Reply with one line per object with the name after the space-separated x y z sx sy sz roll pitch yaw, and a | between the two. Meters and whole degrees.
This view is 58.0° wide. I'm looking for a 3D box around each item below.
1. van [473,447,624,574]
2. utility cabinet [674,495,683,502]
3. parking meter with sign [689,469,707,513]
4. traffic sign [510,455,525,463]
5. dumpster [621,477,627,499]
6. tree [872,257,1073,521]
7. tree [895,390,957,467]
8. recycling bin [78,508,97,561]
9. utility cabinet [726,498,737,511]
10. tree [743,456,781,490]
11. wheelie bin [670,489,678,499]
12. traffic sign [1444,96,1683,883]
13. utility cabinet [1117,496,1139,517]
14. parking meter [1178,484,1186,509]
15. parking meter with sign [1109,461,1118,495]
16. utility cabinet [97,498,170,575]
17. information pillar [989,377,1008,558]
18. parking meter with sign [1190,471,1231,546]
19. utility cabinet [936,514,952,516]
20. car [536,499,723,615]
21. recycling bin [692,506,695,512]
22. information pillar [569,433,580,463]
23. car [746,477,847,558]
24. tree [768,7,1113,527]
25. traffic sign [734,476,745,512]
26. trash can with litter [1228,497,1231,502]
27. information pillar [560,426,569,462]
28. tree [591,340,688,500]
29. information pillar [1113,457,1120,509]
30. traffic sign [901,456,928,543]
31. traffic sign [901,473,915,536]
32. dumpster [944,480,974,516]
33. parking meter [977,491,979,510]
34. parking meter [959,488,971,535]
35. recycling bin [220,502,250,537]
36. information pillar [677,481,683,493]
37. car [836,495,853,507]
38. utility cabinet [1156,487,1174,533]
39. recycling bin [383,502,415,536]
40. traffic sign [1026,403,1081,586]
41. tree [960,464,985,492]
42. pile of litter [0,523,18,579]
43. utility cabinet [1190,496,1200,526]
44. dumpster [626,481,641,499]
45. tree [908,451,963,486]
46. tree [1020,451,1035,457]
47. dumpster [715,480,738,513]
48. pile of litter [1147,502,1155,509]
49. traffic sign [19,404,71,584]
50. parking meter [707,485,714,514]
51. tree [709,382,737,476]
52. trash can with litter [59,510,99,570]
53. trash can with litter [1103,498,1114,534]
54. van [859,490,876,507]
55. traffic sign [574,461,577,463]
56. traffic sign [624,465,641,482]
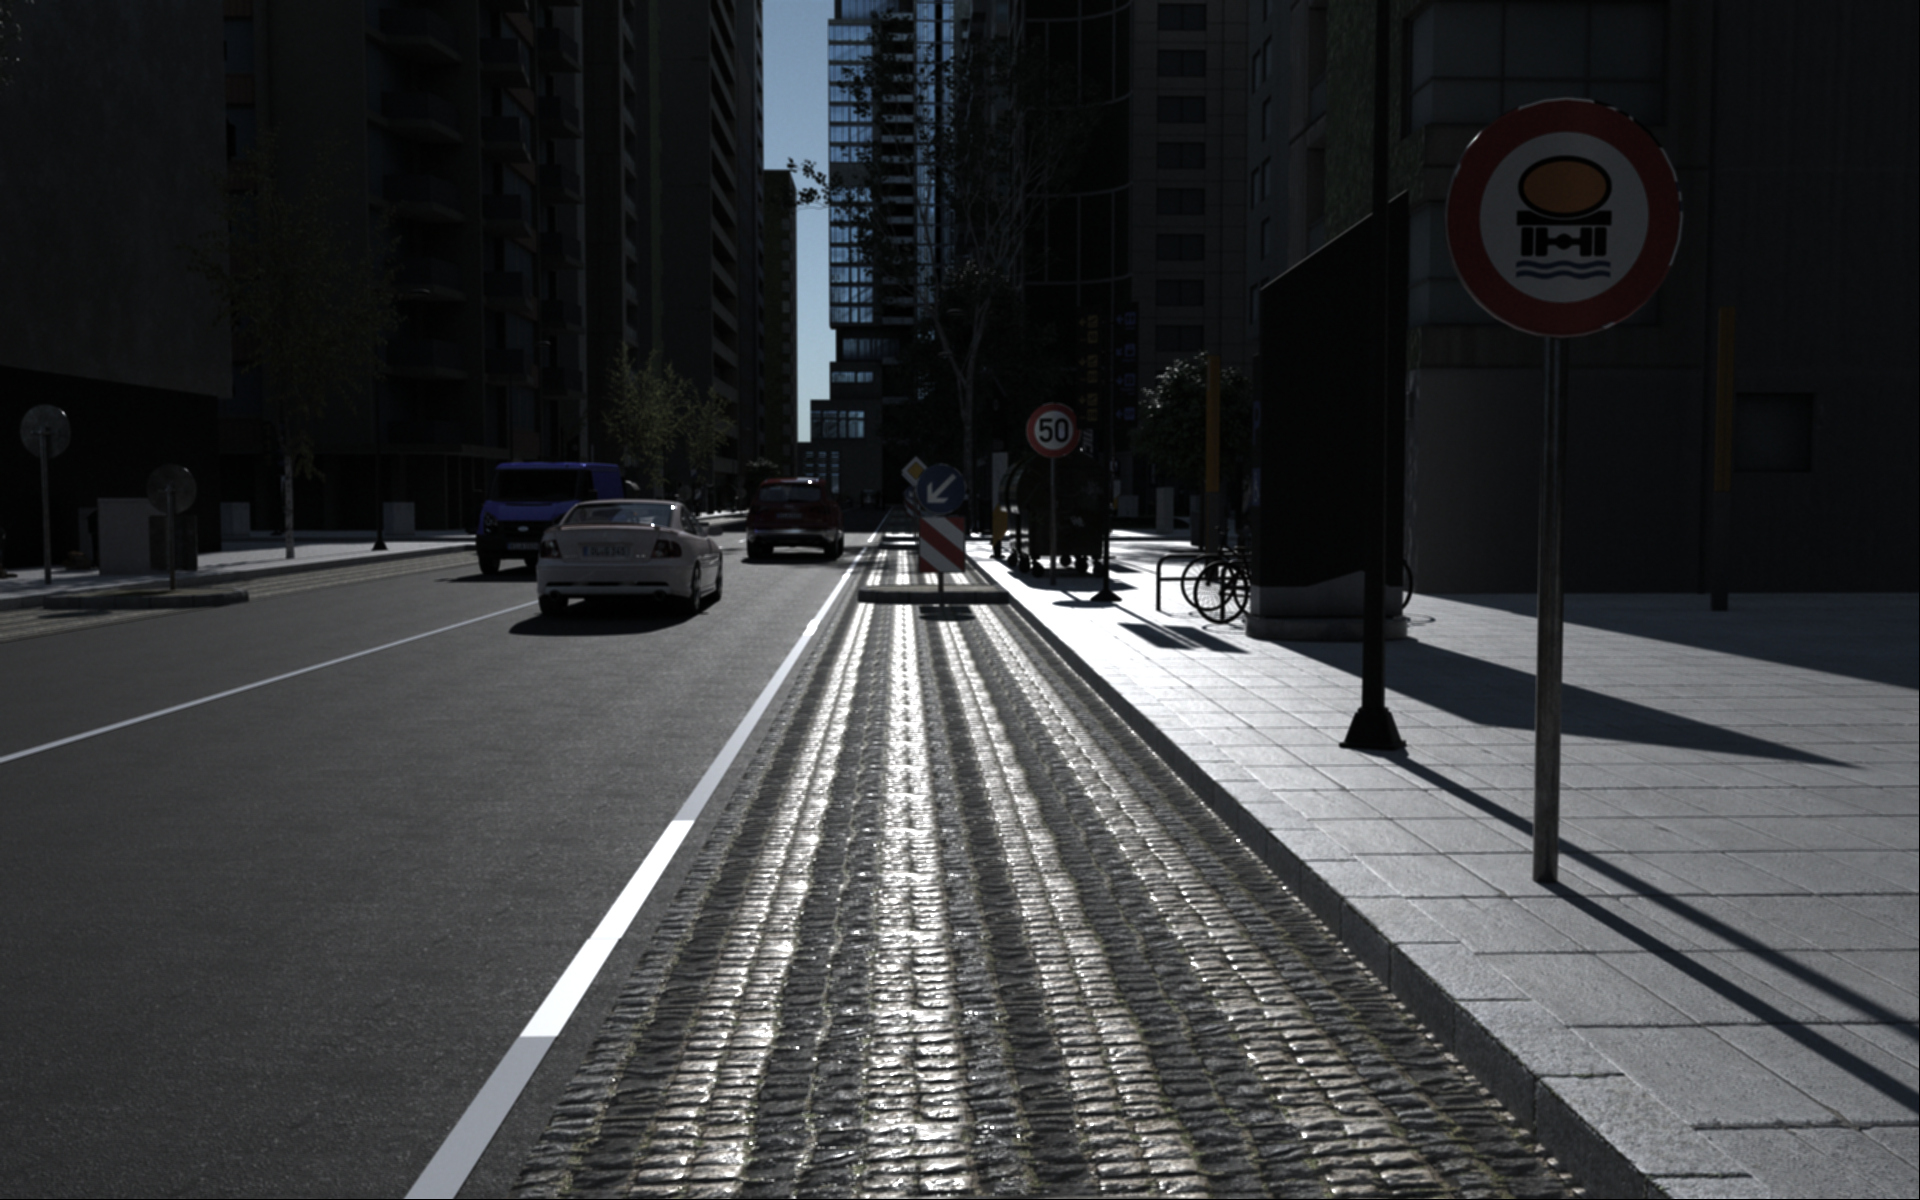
-7.699 -1.744 32.892 2.240 2.365 5.245 0 4 -1 | van
-15.625 -5.246 96.931 0.306 1.237 1.020 1 4 18 | utility cabinet
-18.082 -7.566 119.968 0.543 3.016 1.738 -3 4 -36 | parking meter with sign
-11.487 -2.528 44.968 0.795 2.450 0.064 0 4 -2 | traffic sign
-11.723 -3.089 55.457 1.985 2.255 1.502 0 4 -1 | dumpster
0.644 -10.198 83.748 9.611 12.733 9.660 0 3 0 | tree
-1.687 -12.312 135.715 7.601 10.594 8.767 1 4 17 | tree
-15.766 -1.192 32.051 0.722 1.027 0.722 1 4 16 | recycling bin
-16.765 -7.257 127.333 0.318 1.500 1.173 1 4 22 | utility cabinet
-16.990 -10.090 148.685 4.285 4.588 4.351 0 3 0 | tree
-19.124 -6.662 116.834 0.980 1.594 0.693 3 5 42 | wheelie bin
1.941 -0.340 5.668 0.768 2.556 0.104 0 3 0 | traffic sign
6.546 -3.449 67.555 0.306 1.237 1.020 -2 4 -30 | utility cabinet
12.665 -5.697 98.862 0.399 1.863 0.255 1 4 19 | parking meter
7.659 -5.804 91.148 0.543 3.016 1.738 -1 4 -23 | parking meter with sign
-13.149 -1.004 27.580 1.020 1.237 0.306 -2 4 -24 | utility cabinet
0.792 -2.641 34.541 0.183 3.616 0.504 -2 4 -29 | information pillar
6.386 -2.903 43.726 0.543 3.016 1.738 2 4 33 | parking meter with sign
-0.923 -5.607 102.836 1.020 1.237 0.306 2 4 25 | utility cabinet
-4.095 -0.584 21.903 2.083 1.381 4.827 0 4 -2 | car
-18.422 -6.693 121.984 0.722 1.027 0.722 -1 4 -22 | recycling bin
-14.859 -4.605 66.646 0.504 3.616 0.183 0 4 -6 | information pillar
-3.795 -1.940 40.400 2.281 1.827 5.304 0 4 -1 | car
-0.701 -13.006 68.531 12.611 20.169 13.585 0 3 0 | tree
-15.961 -7.665 125.434 0.768 2.556 0.104 0 4 1 | traffic sign
14.914 -5.088 94.572 1.055 1.170 0.624 0 4 0 | trash can with litter
-13.814 -4.208 60.150 0.183 3.616 0.504 -1 4 -17 | information pillar
-15.428 -8.082 82.498 4.360 8.622 3.978 0 3 0 | tree
9.341 -6.866 103.607 0.504 3.616 0.183 -1 4 -11 | information pillar
-1.148 -2.548 45.298 0.795 2.450 0.064 0 4 -2 | traffic sign
-1.419 -3.036 53.278 0.795 2.450 0.064 0 4 -2 | traffic sign
-0.158 -4.617 77.976 1.502 2.255 1.985 0 4 -2 | dumpster
0.931 -5.692 101.475 0.372 1.533 0.369 0 3 0 | parking meter
0.144 -2.788 53.998 0.372 1.533 0.369 0 3 0 | parking meter
-22.089 -2.449 52.600 0.722 1.027 0.722 2 4 24 | recycling bin
-16.196 -5.864 100.370 0.304 2.012 0.304 0 4 1 | information pillar
-12.941 -11.135 194.635 1.945 1.354 3.894 0 4 -2 | car
6.624 -2.899 56.074 0.318 1.500 1.173 1 4 20 | utility cabinet
-17.311 -2.501 53.443 0.722 1.027 0.722 -3 5 -43 | recycling bin
1.307 -1.475 24.230 0.768 2.556 0.104 0 4 0 | traffic sign
0.611 -6.087 94.122 1.663 3.219 1.824 0 3 0 | tree
-15.145 -0.771 26.576 1.176 0.858 1.719 -2 4 -29 | pile of litter
9.764 -3.659 70.991 0.306 1.237 1.020 2 4 32 | utility cabinet
-14.565 -4.229 74.906 1.264 1.857 1.865 0 4 -2 | dumpster
-1.364 -7.745 110.350 4.285 4.588 4.351 0 3 0 | tree
2.187 -2.888 41.814 1.663 3.219 1.824 0 3 0 | tree
-16.176 -7.181 119.904 1.502 2.255 1.985 0 4 -2 | dumpster
11.073 -5.287 100.400 1.719 0.858 1.176 1 4 18 | pile of litter
-12.989 -1.498 24.593 0.768 2.556 0.104 0 4 6 | traffic sign
-15.921 -6.414 110.581 0.255 1.863 0.399 3 5 39 | parking meter
-16.786 -9.963 113.257 4.360 8.622 3.978 0 3 0 | tree
-14.802 -1.118 29.668 0.624 1.170 1.055 2 4 32 | trash can with litter
4.334 -2.670 55.036 1.055 1.170 0.624 -1 4 -12 | trash can with litter
-9.818 -10.967 186.319 2.013 2.044 4.112 0 4 -2 | van
-11.758 -3.016 52.948 0.795 2.450 0.064 0 4 -2 | traffic sign
-14.556 -4.687 76.633 0.884 2.594 0.081 0 4 6 | traffic sign
